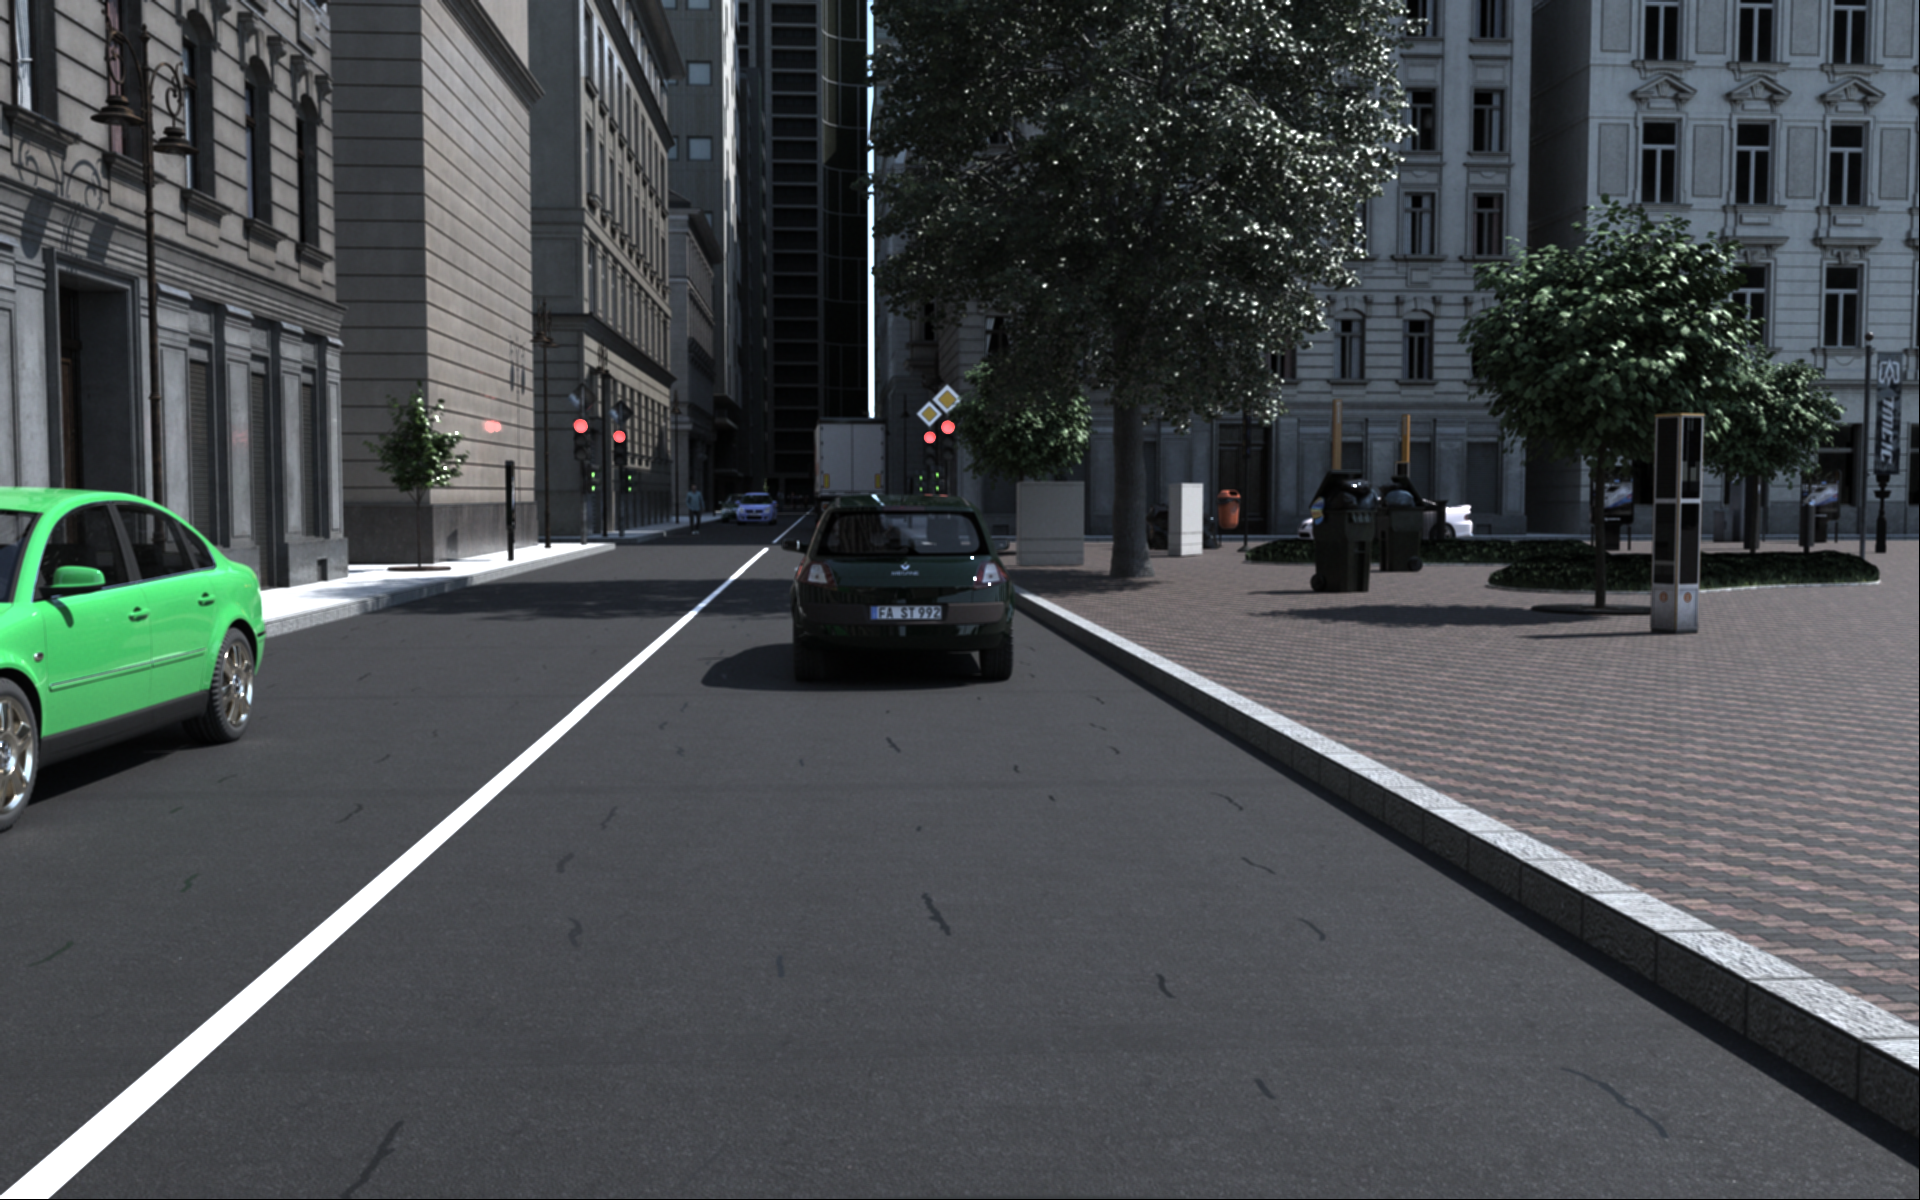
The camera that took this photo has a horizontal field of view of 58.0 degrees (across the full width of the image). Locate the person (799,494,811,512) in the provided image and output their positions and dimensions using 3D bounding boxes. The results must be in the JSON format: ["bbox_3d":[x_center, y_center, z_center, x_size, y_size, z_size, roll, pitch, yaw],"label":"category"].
[{"bbox_3d":[-12.433,-7.818,139.580,1.065,1.426,0.557,1,4,21],"label":"person"}]

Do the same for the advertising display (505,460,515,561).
[{"bbox_3d":[-8.706,-1.733,33.552,0.123,1.923,0.974,-1,4,-12],"label":"advertising display"}]

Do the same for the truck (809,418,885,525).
[{"bbox_3d":[-4.541,-4.906,69.130,2.839,4.237,11.283,0,4,-6],"label":"truck"}]

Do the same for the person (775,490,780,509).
[{"bbox_3d":[-17.622,-9.741,167.628,0.599,1.838,0.709,2,4,32],"label":"person"}]

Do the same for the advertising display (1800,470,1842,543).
[{"bbox_3d":[22.854,-2.495,46.011,0.974,1.923,0.123,3,5,44],"label":"advertising display"}]

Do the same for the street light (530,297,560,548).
[{"bbox_3d":[-9.776,-4.166,40.907,0.468,5.910,1.993,0,4,-4],"label":"street light"}]

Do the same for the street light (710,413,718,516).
[{"bbox_3d":[-14.147,-7.754,99.572,0.468,5.910,1.993,0,4,-4],"label":"street light"}]

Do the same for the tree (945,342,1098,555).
[{"bbox_3d":[1.334,-3.271,37.195,4.285,4.588,4.351,0,3,0],"label":"tree"}]

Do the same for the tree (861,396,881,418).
[{"bbox_3d":[-5.590,-11.044,130.936,4.360,8.622,3.978,0,3,0],"label":"tree"}]

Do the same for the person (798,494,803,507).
[{"bbox_3d":[-17.198,-10.683,186.348,0.628,1.438,0.799,0,4,-3],"label":"person"}]

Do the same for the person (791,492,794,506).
[{"bbox_3d":[-19.669,-11.840,203.006,0.541,1.710,0.530,-3,4,-38],"label":"person"}]

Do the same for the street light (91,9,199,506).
[{"bbox_3d":[-8.014,-2.716,17.197,0.468,5.910,1.993,0,4,-4],"label":"street light"}]

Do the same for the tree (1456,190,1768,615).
[{"bbox_3d":[7.112,-2.155,18.942,4.285,4.588,4.351,0,3,0],"label":"tree"}]

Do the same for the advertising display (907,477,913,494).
[{"bbox_3d":[-1.874,-3.647,64.850,0.123,1.923,0.974,-1,4,-9],"label":"advertising display"}]

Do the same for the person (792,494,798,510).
[{"bbox_3d":[-15.202,-9.064,159.928,0.421,1.427,0.697,3,4,37],"label":"person"}]

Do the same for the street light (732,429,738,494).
[{"bbox_3d":[-16.030,-9.204,123.273,0.468,5.910,1.993,0,4,-4],"label":"street light"}]

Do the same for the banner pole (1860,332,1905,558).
[{"bbox_3d":[14.308,-2.261,26.987,0.863,3.779,0.401,-1,4,-13],"label":"banner pole"}]

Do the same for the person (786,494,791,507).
[{"bbox_3d":[-19.363,-11.257,195.735,0.799,1.438,0.628,1,4,17],"label":"person"}]

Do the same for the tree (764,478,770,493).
[{"bbox_3d":[-19.567,-10.881,172.503,1.663,3.219,1.824,0,3,0],"label":"tree"}]

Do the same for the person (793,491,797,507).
[{"bbox_3d":[-18.288,-11.237,192.191,0.705,1.831,1.348,-1,4,-22],"label":"person"}]

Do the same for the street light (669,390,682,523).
[{"bbox_3d":[-12.410,-6.304,75.859,0.468,5.910,1.993,0,4,-4],"label":"street light"}]

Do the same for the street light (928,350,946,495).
[{"bbox_3d":[-0.744,-5.074,55.753,0.468,5.910,1.993,0,4,-4],"label":"street light"}]

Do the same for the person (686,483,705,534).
[{"bbox_3d":[-9.518,-3.282,62.175,0.660,1.820,0.620,-2,4,-25],"label":"person"}]

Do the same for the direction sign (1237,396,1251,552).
[{"bbox_3d":[6.348,-2.838,38.400,0.379,3.537,0.876,0,4,-1],"label":"direction sign"}]

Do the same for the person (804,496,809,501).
[{"bbox_3d":[-17.563,-11.365,197.501,0.628,1.438,0.799,-2,4,-24],"label":"person"}]

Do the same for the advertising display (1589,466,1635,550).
[{"bbox_3d":[14.866,-2.097,39.502,0.974,1.923,0.123,0,4,0],"label":"advertising display"}]

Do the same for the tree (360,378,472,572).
[{"bbox_3d":[-9.032,-2.102,28.966,1.663,3.219,1.824,0,3,0],"label":"tree"}]

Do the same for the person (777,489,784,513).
[{"bbox_3d":[-13.729,-7.583,132.559,0.705,1.814,1.350,-2,4,-24],"label":"person"}]

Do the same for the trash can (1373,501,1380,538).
[{"bbox_3d":[8.510,-1.515,36.416,0.748,1.137,0.748,0,3,0],"label":"trash can"}]

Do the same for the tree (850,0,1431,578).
[{"bbox_3d":[2.659,-7.322,26.378,9.857,13.997,8.962,0,3,0],"label":"tree"}]

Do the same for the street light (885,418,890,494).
[{"bbox_3d":[-4.356,-7.974,103.166,0.468,5.910,1.993,0,4,-4],"label":"street light"}]

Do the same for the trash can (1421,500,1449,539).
[{"bbox_3d":[10.853,-1.723,39.826,0.748,1.137,0.748,0,3,0],"label":"trash can"}]

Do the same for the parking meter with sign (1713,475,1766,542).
[{"bbox_3d":[21.009,-3.070,46.451,1.738,3.016,0.543,-2,4,-25],"label":"parking meter with sign"}]

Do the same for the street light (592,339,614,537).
[{"bbox_3d":[-10.651,-4.832,51.787,0.468,5.910,1.993,0,4,-4],"label":"street light"}]

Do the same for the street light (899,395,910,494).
[{"bbox_3d":[-2.517,-6.524,79.462,0.468,5.910,1.993,0,4,-4],"label":"street light"}]
